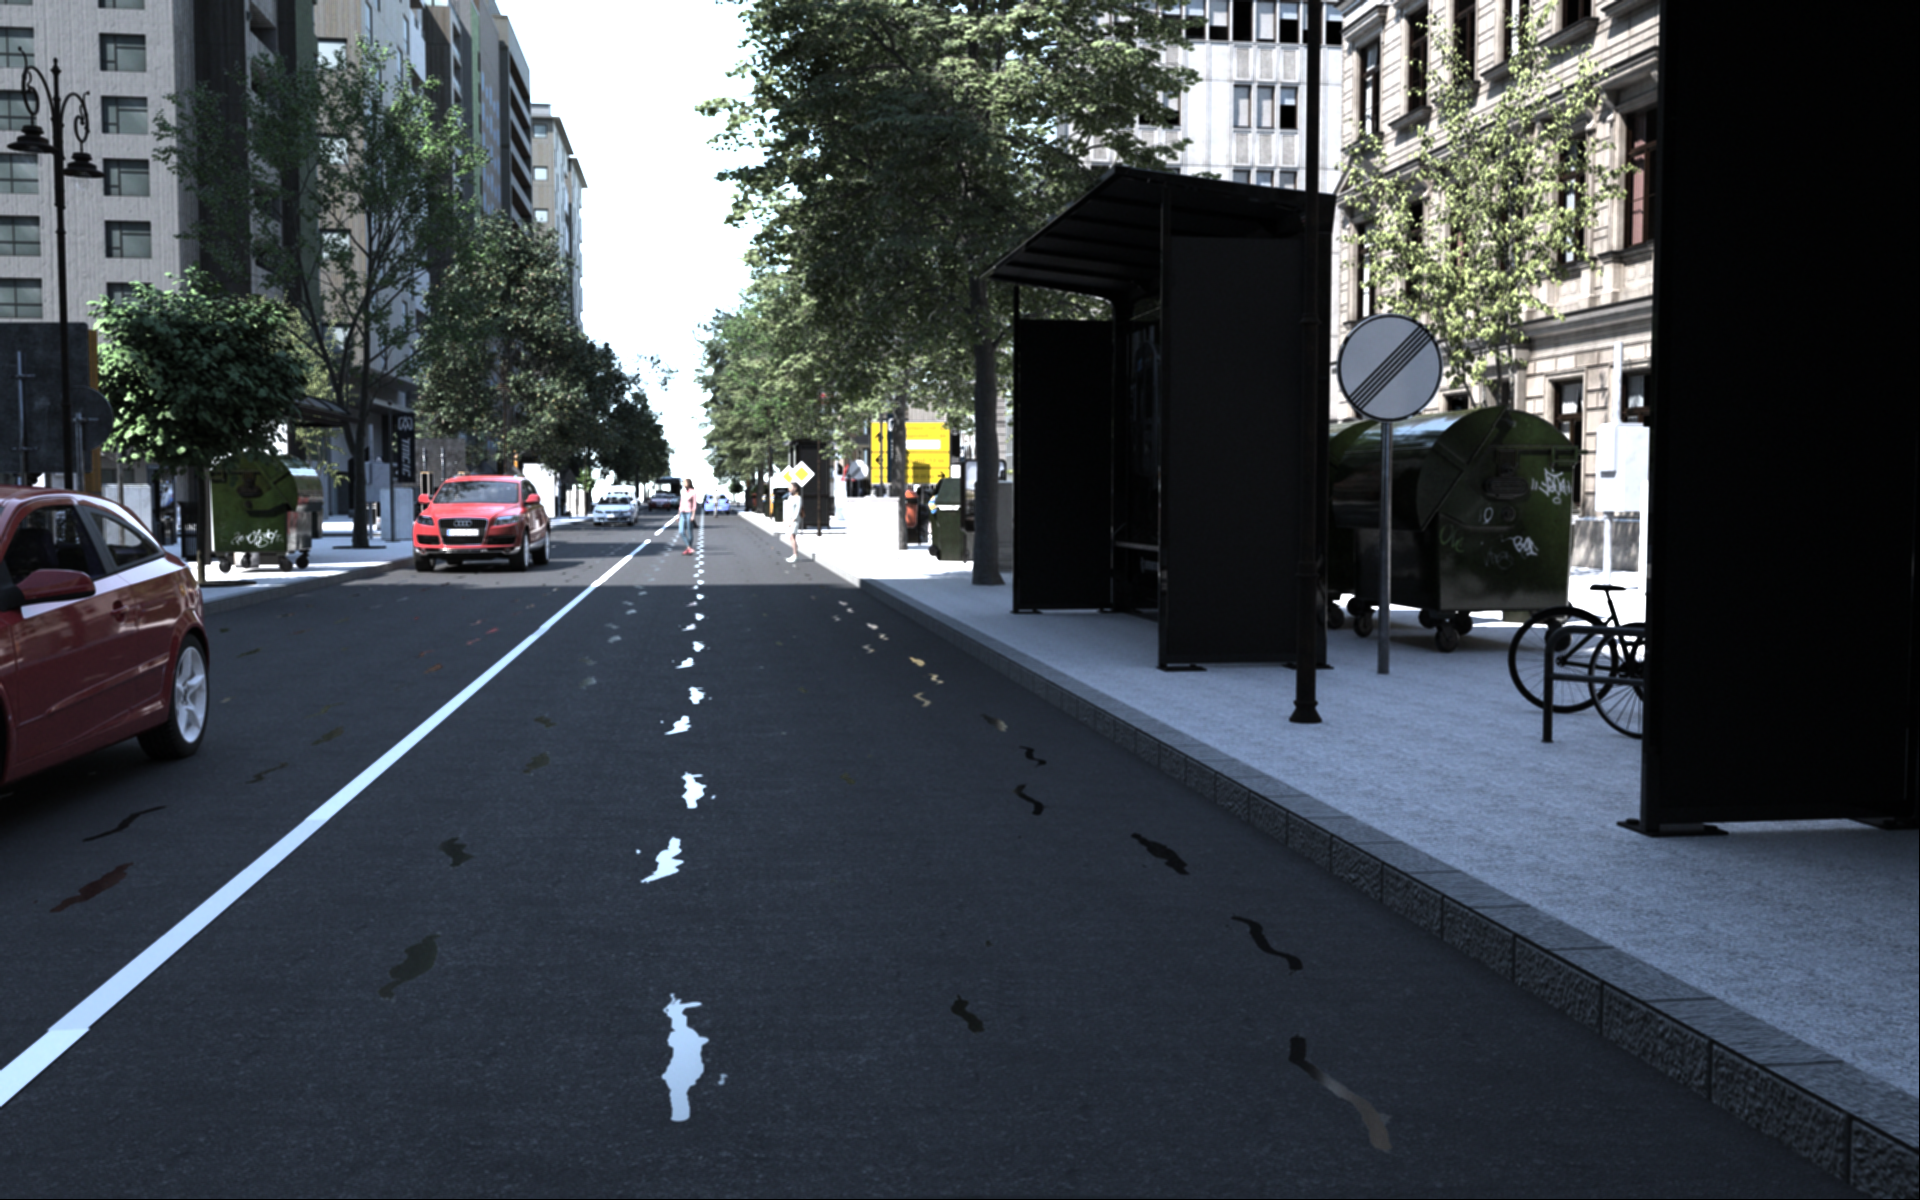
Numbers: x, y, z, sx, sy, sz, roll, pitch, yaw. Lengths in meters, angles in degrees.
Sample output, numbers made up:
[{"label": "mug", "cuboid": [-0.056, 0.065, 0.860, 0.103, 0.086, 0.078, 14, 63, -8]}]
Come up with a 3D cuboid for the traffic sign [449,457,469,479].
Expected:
[{"label": "traffic sign", "cuboid": [-17.721, -3.762, 61.518, 0.884, 2.594, 0.081, 0, 4, 1]}]

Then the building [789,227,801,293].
[{"label": "building", "cuboid": [-16.733, -40.418, 284.530, 21.300, 48.544, 21.600, -1, 4, -8]}]

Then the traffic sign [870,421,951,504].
[{"label": "traffic sign", "cuboid": [-1.374, -3.318, 48.119, 2.265, 3.308, 0.079, 0, 4, 0]}]

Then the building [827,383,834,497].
[{"label": "building", "cuboid": [-12.923, -28.542, 238.363, 14.160, 30.474, 14.107, -1, 4, -8]}]

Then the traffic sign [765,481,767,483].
[{"label": "traffic sign", "cuboid": [-15.186, -8.058, 133.874, 0.606, 2.300, 0.079, 0, 4, 1]}]

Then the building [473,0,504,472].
[{"label": "building", "cuboid": [-47.840, -30.645, 151.160, 14.600, 45.320, 14.200, -1, 4, -8]}]

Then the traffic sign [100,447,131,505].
[{"label": "traffic sign", "cuboid": [-12.802, -1.609, 26.415, 0.768, 2.556, 0.104, 0, 4, 1]}]

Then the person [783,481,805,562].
[{"label": "person", "cuboid": [-3.547, -1.679, 36.953, 0.522, 1.701, 0.512, -3, 4, -38]}]

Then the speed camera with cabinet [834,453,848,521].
[{"label": "speed camera with cabinet", "cuboid": [-5.726, -5.441, 83.297, 0.660, 3.252, 2.038, 0, 4, -4]}]

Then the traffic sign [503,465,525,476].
[{"label": "traffic sign", "cuboid": [-15.209, -3.387, 59.027, 0.795, 2.450, 0.064, -1, 4, -8]}]

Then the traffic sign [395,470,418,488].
[{"label": "traffic sign", "cuboid": [-19.350, -3.633, 60.591, 0.795, 2.450, 0.064, 0, 4, 1]}]

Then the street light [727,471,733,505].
[{"label": "street light", "cuboid": [-27.586, -14.486, 209.630, 0.468, 5.910, 1.993, -1, 4, -8]}]

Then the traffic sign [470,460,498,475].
[{"label": "traffic sign", "cuboid": [-14.041, -2.904, 51.128, 0.795, 2.450, 0.064, -1, 4, -8]}]

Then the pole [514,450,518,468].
[{"label": "pole", "cuboid": [-20.632, -5.304, 80.566, 0.158, 3.312, 0.155, 0, 3, 0]}]

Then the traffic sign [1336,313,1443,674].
[{"label": "traffic sign", "cuboid": [3.028, -0.746, 12.307, 0.768, 2.556, 0.104, 0, 4, -4]}]

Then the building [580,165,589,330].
[{"label": "building", "cuboid": [-71.429, -41.210, 263.026, 28.713, 52.752, 27.495, -1, 4, -8]}]

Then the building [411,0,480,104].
[{"label": "building", "cuboid": [-45.832, -27.738, 137.105, 14.154, 41.232, 14.086, -1, 4, -8]}]

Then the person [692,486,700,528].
[{"label": "person", "cuboid": [-11.232, -3.923, 73.043, 0.661, 1.777, 0.834, 3, 4, 36]}]

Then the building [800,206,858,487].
[{"label": "building", "cuboid": [-17.070, -37.656, 265.791, 14.600, 45.320, 14.200, -1, 4, -8]}]

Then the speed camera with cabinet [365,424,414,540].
[{"label": "speed camera with cabinet", "cuboid": [-16.076, -3.326, 48.710, 0.660, 3.252, 2.038, -3, 5, -42]}]

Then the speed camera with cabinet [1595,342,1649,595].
[{"label": "speed camera with cabinet", "cuboid": [8.882, -1.692, 22.008, 0.660, 3.252, 2.038, -1, 4, -10]}]

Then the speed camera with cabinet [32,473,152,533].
[{"label": "speed camera with cabinet", "cuboid": [-14.414, -2.097, 28.624, 0.660, 3.252, 2.038, 2, 4, 24]}]

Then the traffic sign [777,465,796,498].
[{"label": "traffic sign", "cuboid": [-5.962, -3.470, 60.370, 0.795, 2.450, 0.064, -1, 4, -8]}]

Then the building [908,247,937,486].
[{"label": "building", "cuboid": [2.401, -17.786, 126.960, 11.583, 22.565, 21.152, -1, 4, -8]}]

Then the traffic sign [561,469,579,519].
[{"label": "traffic sign", "cuboid": [-19.928, -5.413, 88.506, 0.884, 2.594, 0.081, 0, 4, -4]}]

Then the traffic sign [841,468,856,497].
[{"label": "traffic sign", "cuboid": [-4.333, -4.243, 69.382, 0.884, 2.594, 0.081, 0, 4, -4]}]

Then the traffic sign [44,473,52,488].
[{"label": "traffic sign", "cuboid": [-11.447, -1.324, 21.754, 0.768, 2.556, 0.104, 0, 4, -4]}]

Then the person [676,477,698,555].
[{"label": "person", "cuboid": [-6.445, -1.977, 40.827, 0.555, 1.821, 0.388, 1, 4, 23]}]

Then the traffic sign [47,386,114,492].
[{"label": "traffic sign", "cuboid": [-10.375, -1.244, 20.448, 0.768, 2.556, 0.104, 0, 4, -2]}]

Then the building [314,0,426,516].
[{"label": "building", "cuboid": [-49.473, -31.866, 110.247, 28.713, 52.752, 27.495, -1, 4, -8]}]

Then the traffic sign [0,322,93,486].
[{"label": "traffic sign", "cuboid": [-11.459, -1.634, 20.593, 2.265, 3.308, 0.079, 0, 4, 1]}]

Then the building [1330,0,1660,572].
[{"label": "building", "cuboid": [15.015, -10.329, 33.511, 10.561, 19.102, 19.286, -1, 4, -8]}]

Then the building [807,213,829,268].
[{"label": "building", "cuboid": [-15.314, -34.759, 251.905, 14.154, 41.232, 14.086, -1, 4, -8]}]

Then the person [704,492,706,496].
[{"label": "person", "cuboid": [-35.956, -14.390, 244.687, 0.541, 1.710, 0.530, 1, 4, 15]}]

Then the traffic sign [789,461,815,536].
[{"label": "traffic sign", "cuboid": [-4.794, -2.986, 52.470, 0.795, 2.450, 0.064, -1, 4, -8]}]

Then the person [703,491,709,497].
[{"label": "person", "cuboid": [-35.828, -14.528, 245.665, 1.348, 1.869, 0.705, -1, 4, -15]}]

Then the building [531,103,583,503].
[{"label": "building", "cuboid": [-67.648, -39.548, 235.843, 28.713, 52.752, 27.495, -1, 4, -8]}]

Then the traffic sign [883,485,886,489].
[{"label": "traffic sign", "cuboid": [-2.768, -3.883, 63.598, 0.768, 2.556, 0.104, 0, 4, -6]}]

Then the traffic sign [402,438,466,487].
[{"label": "traffic sign", "cuboid": [-19.103, -4.220, 62.875, 2.265, 3.308, 0.079, 0, 4, -7]}]

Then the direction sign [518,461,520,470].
[{"label": "direction sign", "cuboid": [-24.788, -6.428, 97.103, 0.379, 3.537, 0.876, 1, 4, 12]}]

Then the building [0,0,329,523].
[{"label": "building", "cuboid": [-37.393, -18.706, 77.544, 14.160, 30.474, 14.107, -1, 4, -8]}]

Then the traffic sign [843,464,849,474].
[{"label": "traffic sign", "cuboid": [-4.386, -4.327, 70.847, 0.768, 2.556, 0.104, 0, 4, -1]}]

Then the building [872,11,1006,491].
[{"label": "building", "cuboid": [-0.833, -28.591, 151.054, 14.154, 41.232, 14.086, -1, 4, -8]}]

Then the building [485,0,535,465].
[{"label": "building", "cuboid": [-53.372, -33.309, 168.306, 21.300, 48.544, 21.600, -1, 4, -8]}]

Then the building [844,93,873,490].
[{"label": "building", "cuboid": [-0.103, -31.703, 172.965, 22.147, 44.769, 28.867, -1, 4, -8]}]

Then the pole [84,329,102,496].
[{"label": "pole", "cuboid": [-10.829, -1.697, 21.595, 0.158, 3.312, 0.155, 0, 3, 0]}]

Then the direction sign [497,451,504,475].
[{"label": "direction sign", "cuboid": [-23.326, -5.898, 88.434, 0.876, 3.537, 0.379, 3, 4, 38]}]

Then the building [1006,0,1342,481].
[{"label": "building", "cuboid": [12.936, -15.981, 79.309, 19.932, 24.808, 12.078, -1, 4, -8]}]

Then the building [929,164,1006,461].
[{"label": "building", "cuboid": [5.979, -16.069, 104.526, 13.314, 21.916, 24.055, -1, 4, -8]}]

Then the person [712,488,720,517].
[{"label": "person", "cuboid": [-15.074, -6.044, 107.526, 0.606, 1.804, 0.583, 2, 4, 25]}]

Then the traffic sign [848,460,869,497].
[{"label": "traffic sign", "cuboid": [-3.767, -3.920, 64.203, 0.768, 2.556, 0.104, 0, 4, 1]}]

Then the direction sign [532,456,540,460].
[{"label": "direction sign", "cuboid": [-19.885, -5.512, 82.116, 0.379, 3.537, 0.876, 3, 5, 43]}]

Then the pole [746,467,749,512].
[{"label": "pole", "cuboid": [-15.303, -8.012, 124.844, 0.158, 3.312, 0.155, 0, 3, 0]}]
